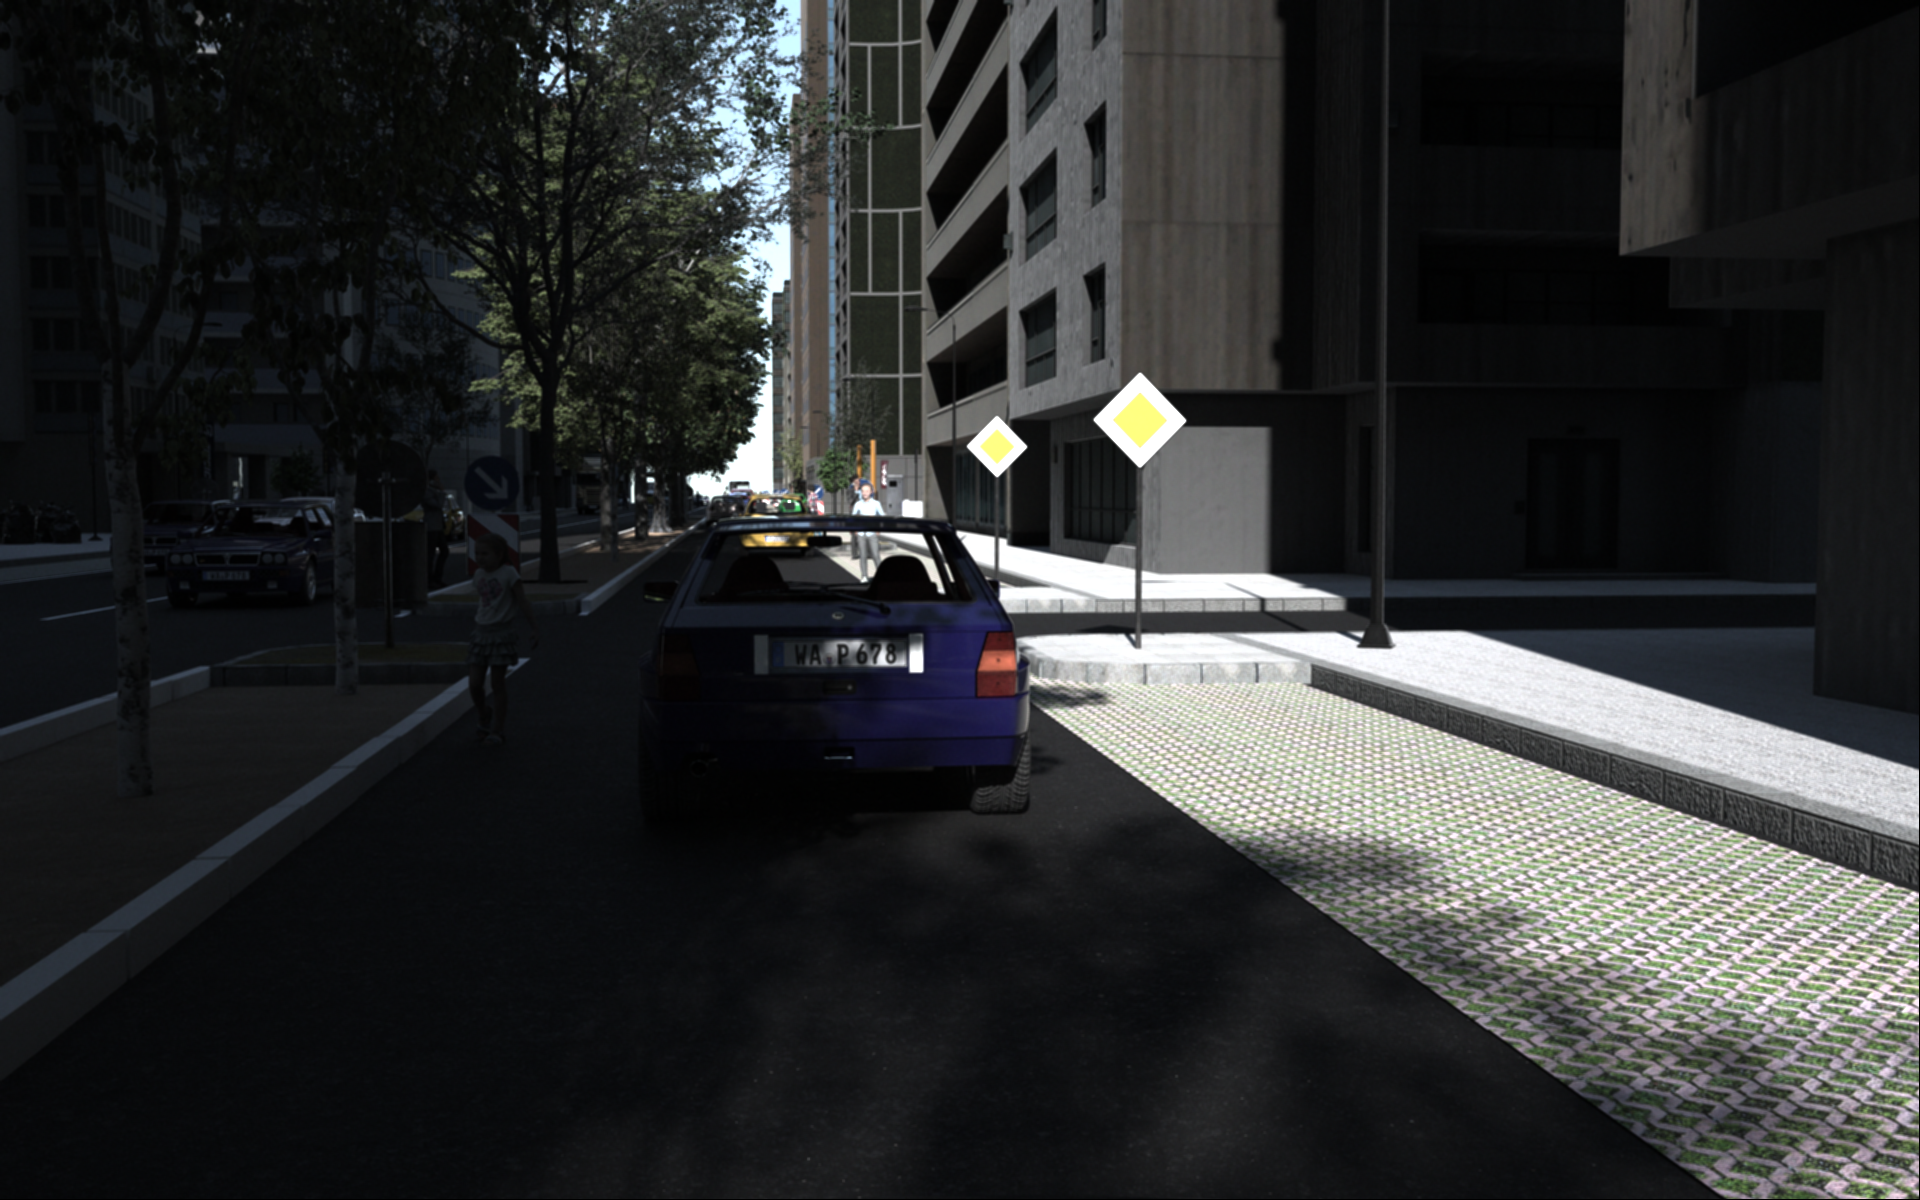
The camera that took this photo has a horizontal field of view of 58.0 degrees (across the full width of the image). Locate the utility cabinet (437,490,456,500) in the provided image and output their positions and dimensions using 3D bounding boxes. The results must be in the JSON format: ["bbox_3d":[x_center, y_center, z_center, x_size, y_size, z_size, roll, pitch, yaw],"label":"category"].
[{"bbox_3d":[-26.925,-5.010,90.594,1.173,1.500,0.318,1,4,15],"label":"utility cabinet"}]

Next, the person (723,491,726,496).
[{"bbox_3d":[-21.936,-9.308,161.618,0.436,1.711,0.756,0,4,7],"label":"person"}]

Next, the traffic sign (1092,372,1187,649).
[{"bbox_3d":[1.475,-0.652,14.308,0.795,2.450,0.064,0,4,-7],"label":"traffic sign"}]

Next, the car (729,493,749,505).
[{"bbox_3d":[-14.452,-6.313,112.802,1.945,1.707,3.694,0,4,-8],"label":"car"}]

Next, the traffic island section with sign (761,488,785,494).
[{"bbox_3d":[-15.820,-8.541,148.274,1.989,1.847,2.006,0,4,-7],"label":"traffic island section with sign"}]

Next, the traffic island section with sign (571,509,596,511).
[{"bbox_3d":[-31.769,-8.418,146.269,1.989,1.847,2.006,0,4,-7],"label":"traffic island section with sign"}]

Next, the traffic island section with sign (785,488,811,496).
[{"bbox_3d":[-6.106,-3.859,71.730,1.989,1.847,2.006,0,4,-7],"label":"traffic island section with sign"}]

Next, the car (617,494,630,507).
[{"bbox_3d":[-36.761,-10.737,187.544,2.014,1.417,4.499,0,4,-7],"label":"car"}]

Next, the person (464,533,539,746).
[{"bbox_3d":[-2.615,0.217,9.962,0.505,1.210,0.382,1,4,18],"label":"person"}]

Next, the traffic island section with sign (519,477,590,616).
[{"bbox_3d":[-5.621,-0.799,21.196,2.006,1.907,1.989,0,4,-7],"label":"traffic island section with sign"}]

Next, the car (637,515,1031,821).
[{"bbox_3d":[-0.696,0.218,9.012,1.945,1.354,3.894,0,4,-6],"label":"car"}]

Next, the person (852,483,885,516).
[{"bbox_3d":[-1.447,-1.028,27.125,0.589,1.601,0.330,1,4,18],"label":"person"}]

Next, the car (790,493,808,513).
[{"bbox_3d":[-10.422,-6.069,108.032,1.959,1.807,4.718,-1,4,-9],"label":"car"}]

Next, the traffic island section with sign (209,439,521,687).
[{"bbox_3d":[-4.699,-0.349,13.847,2.006,1.907,1.989,0,4,-7],"label":"traffic island section with sign"}]

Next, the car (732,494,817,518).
[{"bbox_3d":[-4.315,-1.848,40.431,2.015,1.641,3.980,0,4,-7],"label":"car"}]

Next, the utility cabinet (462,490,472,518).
[{"bbox_3d":[-26.470,-5.154,92.953,0.318,1.500,1.173,0,4,-7],"label":"utility cabinet"}]

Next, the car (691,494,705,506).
[{"bbox_3d":[-31.479,-12.047,206.762,2.009,1.686,4.222,0,4,-7],"label":"car"}]

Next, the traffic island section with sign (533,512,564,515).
[{"bbox_3d":[-28.371,-6.783,119.528,1.989,1.847,2.006,0,4,-7],"label":"traffic island section with sign"}]

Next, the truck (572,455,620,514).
[{"bbox_3d":[-26.147,-8.329,125.085,2.839,4.237,11.283,0,4,-8],"label":"truck"}]

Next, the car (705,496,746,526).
[{"bbox_3d":[-10.516,-4.034,78.320,2.083,1.381,4.827,0,4,-7],"label":"car"}]

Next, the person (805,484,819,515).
[{"bbox_3d":[-4.374,-2.608,51.977,0.643,1.720,0.563,-1,4,-16],"label":"person"}]

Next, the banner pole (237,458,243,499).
[{"bbox_3d":[-35.289,-5.803,84.894,0.401,3.779,0.863,-3,4,-38],"label":"banner pole"}]

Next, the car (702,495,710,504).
[{"bbox_3d":[-35.958,-14.071,242.639,1.945,1.354,3.894,-1,4,-9],"label":"car"}]

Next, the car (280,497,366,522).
[{"bbox_3d":[-14.912,-1.669,39.656,2.083,1.381,4.827,0,4,-6],"label":"car"}]

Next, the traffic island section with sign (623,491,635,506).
[{"bbox_3d":[-38.672,-11.750,200.733,1.989,1.847,2.006,0,4,-7],"label":"traffic island section with sign"}]

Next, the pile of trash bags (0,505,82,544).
[{"bbox_3d":[-24.596,-2.130,44.572,3.447,1.369,1.912,-3,4,-36],"label":"pile of trash bags"}]

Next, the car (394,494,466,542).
[{"bbox_3d":[-16.241,-2.621,53.079,2.015,1.641,3.980,-1,4,-9],"label":"car"}]

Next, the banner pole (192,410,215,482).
[{"bbox_3d":[-22.662,-3.780,51.815,0.863,3.779,0.401,0,4,6],"label":"banner pole"}]

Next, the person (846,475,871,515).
[{"bbox_3d":[-2.145,-1.799,37.720,0.655,1.846,0.447,-2,4,-24],"label":"person"}]

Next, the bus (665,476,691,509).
[{"bbox_3d":[-27.063,-10.384,164.642,2.948,3.499,13.247,0,4,-7],"label":"bus"}]

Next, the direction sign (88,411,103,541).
[{"bbox_3d":[-23.812,-3.401,47.597,0.379,3.537,0.876,-1,4,-17],"label":"direction sign"}]

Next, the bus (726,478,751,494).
[{"bbox_3d":[-25.611,-12.582,200.572,2.948,3.499,13.247,0,4,-8],"label":"bus"}]

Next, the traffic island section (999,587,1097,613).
[{"bbox_3d":[0.493,-0.002,22.310,2.009,0.180,2.903,0,4,-7],"label":"traffic island section"}]

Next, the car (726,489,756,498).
[{"bbox_3d":[-15.261,-6.887,121.283,2.281,1.827,5.304,0,4,-7],"label":"car"}]

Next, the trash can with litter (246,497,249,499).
[{"bbox_3d":[-32.274,-4.164,79.470,1.055,1.170,0.624,-2,4,-31],"label":"trash can with litter"}]

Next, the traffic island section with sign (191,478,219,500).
[{"bbox_3d":[-18.592,-2.066,42.401,1.989,1.847,2.006,0,4,-7],"label":"traffic island section with sign"}]

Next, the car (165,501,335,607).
[{"bbox_3d":[-9.328,-0.654,23.270,1.945,1.354,3.894,0,4,-8],"label":"car"}]

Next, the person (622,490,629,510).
[{"bbox_3d":[-29.736,-8.884,154.197,0.568,1.767,0.683,3,5,40],"label":"person"}]

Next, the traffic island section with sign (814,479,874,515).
[{"bbox_3d":[-2.718,-2.224,44.988,1.989,1.847,2.006,0,4,-7],"label":"traffic island section with sign"}]

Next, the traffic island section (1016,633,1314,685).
[{"bbox_3d":[1.497,0.483,14.388,2.009,0.180,2.903,0,4,-7],"label":"traffic island section"}]

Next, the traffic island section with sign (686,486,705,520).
[{"bbox_3d":[-15.084,-5.358,95.739,2.006,1.907,1.989,0,4,-7],"label":"traffic island section with sign"}]

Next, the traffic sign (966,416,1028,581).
[{"bbox_3d":[0.470,-1.137,22.230,0.795,2.450,0.064,0,4,-7],"label":"traffic sign"}]

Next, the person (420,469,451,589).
[{"bbox_3d":[-7.971,-1.079,26.331,0.473,1.802,0.592,0,4,6],"label":"person"}]

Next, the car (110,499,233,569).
[{"bbox_3d":[-14.261,-1.181,31.884,1.945,1.354,3.894,-1,4,-9],"label":"car"}]

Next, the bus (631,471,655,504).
[{"bbox_3d":[-33.830,-12.048,188.526,2.896,3.916,12.252,0,4,-6],"label":"bus"}]

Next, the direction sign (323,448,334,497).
[{"bbox_3d":[-24.109,-4.534,66.132,0.379,3.537,0.876,0,4,3],"label":"direction sign"}]
